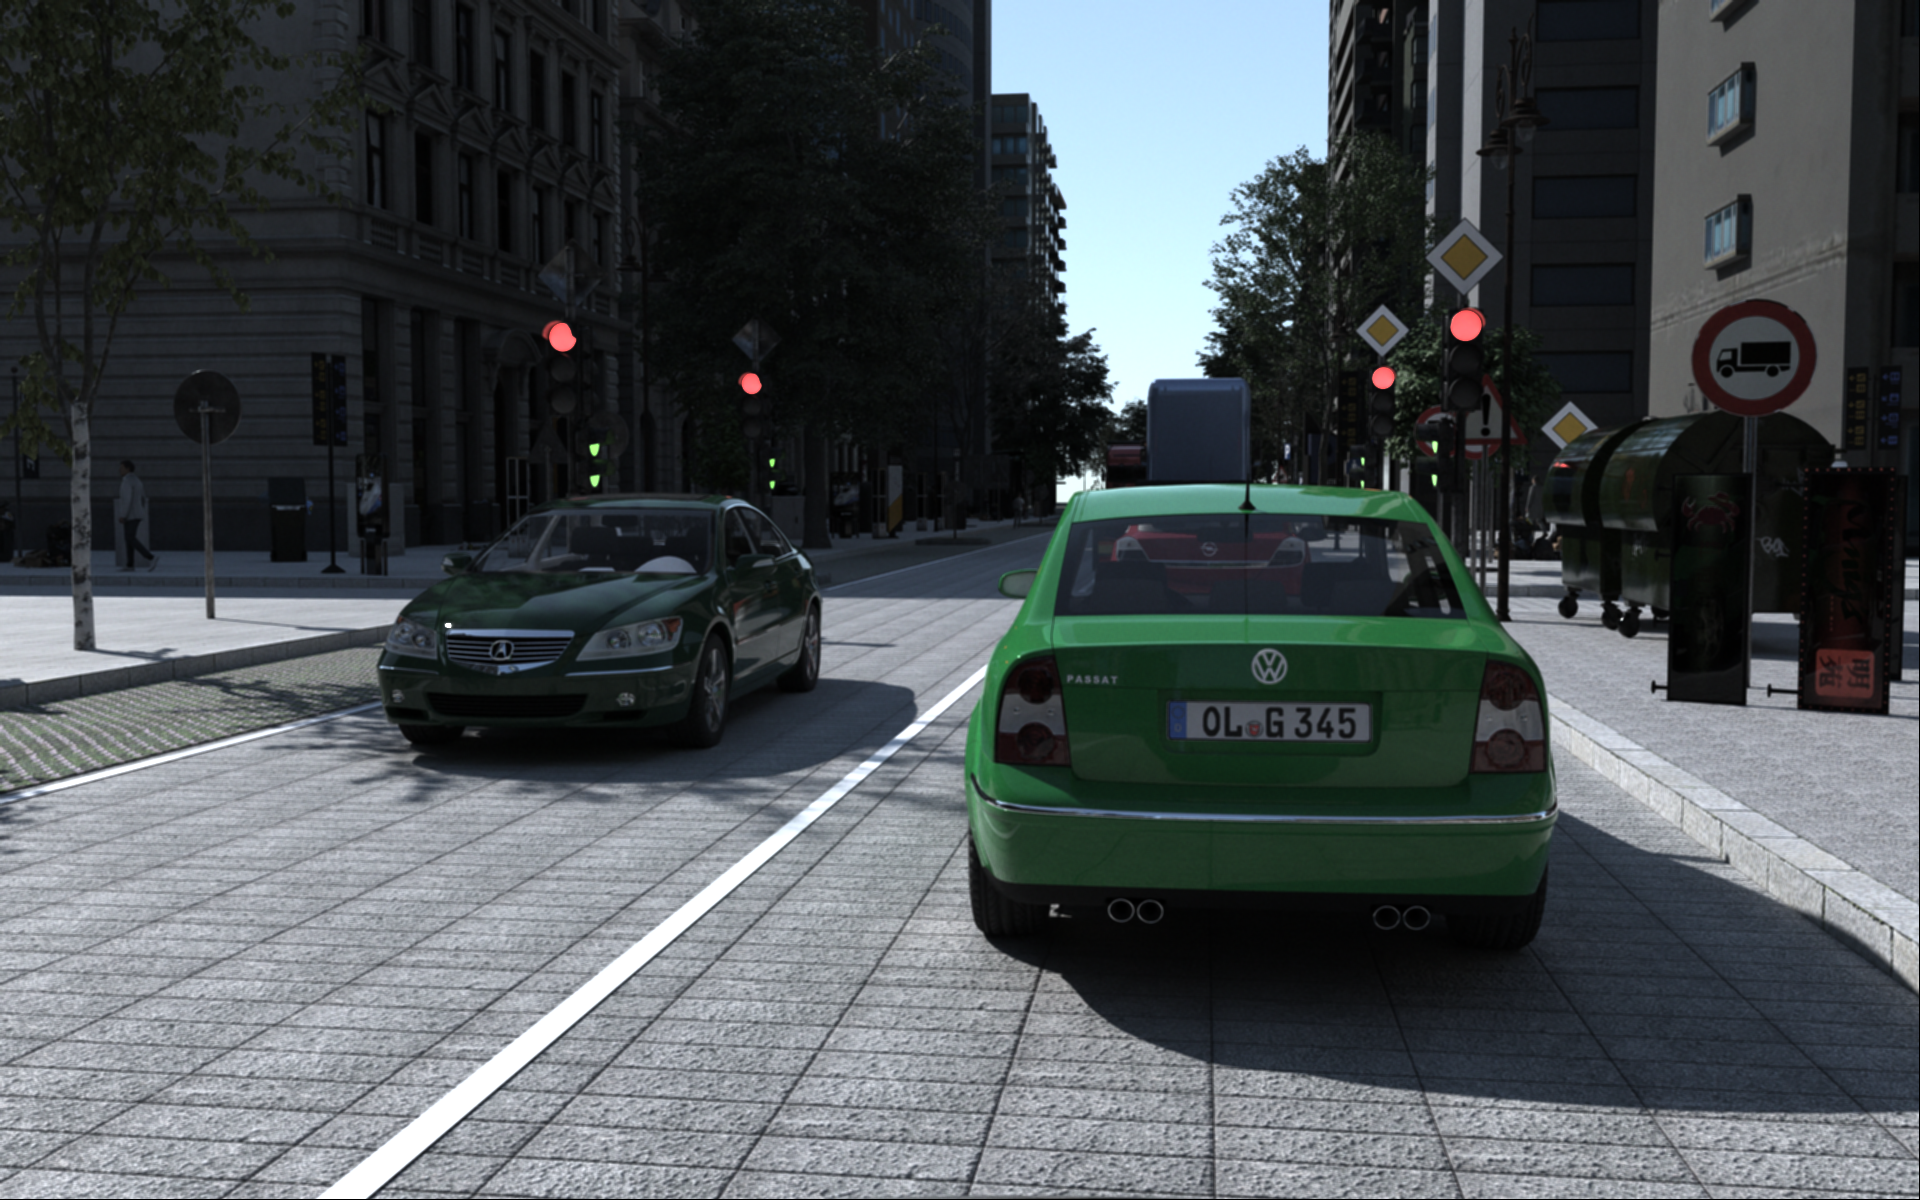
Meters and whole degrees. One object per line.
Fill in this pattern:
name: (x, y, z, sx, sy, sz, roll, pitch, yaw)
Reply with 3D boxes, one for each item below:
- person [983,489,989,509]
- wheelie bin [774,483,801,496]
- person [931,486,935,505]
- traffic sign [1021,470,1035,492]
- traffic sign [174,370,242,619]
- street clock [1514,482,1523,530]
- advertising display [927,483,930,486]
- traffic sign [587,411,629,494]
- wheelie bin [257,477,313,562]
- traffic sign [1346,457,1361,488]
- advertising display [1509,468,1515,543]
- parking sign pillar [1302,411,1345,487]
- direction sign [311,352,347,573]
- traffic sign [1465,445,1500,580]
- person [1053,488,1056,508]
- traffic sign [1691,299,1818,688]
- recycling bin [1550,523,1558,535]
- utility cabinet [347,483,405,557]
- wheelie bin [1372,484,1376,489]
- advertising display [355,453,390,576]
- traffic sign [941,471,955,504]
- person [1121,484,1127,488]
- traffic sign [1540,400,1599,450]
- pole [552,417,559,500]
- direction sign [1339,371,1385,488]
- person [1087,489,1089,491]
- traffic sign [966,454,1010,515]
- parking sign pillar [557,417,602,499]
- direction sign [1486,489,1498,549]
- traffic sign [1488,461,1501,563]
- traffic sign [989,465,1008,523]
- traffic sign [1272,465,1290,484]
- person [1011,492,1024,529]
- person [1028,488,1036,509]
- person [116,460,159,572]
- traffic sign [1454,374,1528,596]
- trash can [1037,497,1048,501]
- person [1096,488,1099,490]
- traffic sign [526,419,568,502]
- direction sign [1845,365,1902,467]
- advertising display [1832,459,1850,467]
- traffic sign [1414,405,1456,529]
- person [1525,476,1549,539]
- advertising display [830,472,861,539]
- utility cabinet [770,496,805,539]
person: (1.787, -6.331, 110.089, 0.617, 1.759, 0.750, 0, 4, 6)
wheelie bin: (-5.121, -2.666, 51.502, 0.693, 1.594, 0.980, 3, 4, 36)
person: (-1.767, -6.382, 110.484, 0.705, 1.812, 1.348, 1, 4, 23)
traffic sign: (3.545, -5.540, 90.684, 0.768, 2.556, 0.104, 1, 4, 10)
traffic sign: (-7.732, -1.082, 17.794, 0.768, 2.556, 0.104, 1, 4, 10)
street clock: (17.380, -3.022, 53.972, 0.358, 2.002, 0.471, 0, 4, 4)
advertising display: (-1.771, -5.610, 96.945, 0.123, 1.923, 0.974, 0, 4, -6)
traffic sign: (-5.421, -1.613, 26.479, 0.768, 2.556, 0.104, 1, 4, 17)
wheelie bin: (-12.781, -1.523, 32.815, 0.980, 1.594, 0.693, -2, 4, -25)
traffic sign: (13.667, -3.643, 59.674, 0.768, 2.556, 0.104, 1, 4, 10)
advertising display: (12.116, -2.021, 38.256, 0.123, 1.923, 0.974, 2, 4, 26)
parking sign pillar: (11.783, -4.140, 56.157, 1.447, 3.967, 1.447, -1, 4, -16)
direction sign: (-10.207, -2.208, 28.105, 0.379, 3.537, 0.876, 1, 4, 14)
traffic sign: (7.629, -1.564, 25.678, 0.768, 2.556, 0.104, 1, 4, 10)
person: (8.609, -9.328, 158.691, 0.705, 1.807, 1.348, 1, 4, 18)
traffic sign: (5.203, -0.692, 11.423, 0.768, 2.556, 0.104, 1, 4, 15)
recycling bin: (15.272, -1.892, 43.492, 0.722, 1.027, 0.722, 0, 4, 6)
utility cabinet: (-11.941, -1.637, 35.450, 0.318, 1.500, 1.173, 2, 4, 33)
wheelie bin: (12.488, -2.722, 52.414, 0.980, 1.594, 0.693, -2, 4, -25)
advertising display: (-9.300, -1.359, 27.442, 0.123, 1.923, 0.974, -3, 5, -42)
traffic sign: (-0.534, -4.546, 76.456, 0.606, 2.300, 0.079, 1, 4, 9)
person: (5.769, -3.224, 61.441, 0.641, 1.798, 0.478, 3, 5, 42)
traffic sign: (8.579, -1.506, 24.364, 0.795, 2.593, 0.064, 1, 4, 15)
pole: (-10.692, -3.183, 45.883, 0.158, 3.312, 0.155, 0, 3, 0)
direction sign: (7.405, -2.439, 31.880, 0.876, 3.537, 0.379, 2, 4, 30)
person: (14.588, -11.683, 197.051, 0.705, 1.826, 1.348, 3, 5, 43)
traffic sign: (1.412, -5.811, 88.884, 2.265, 3.308, 0.079, 1, 4, 9)
parking sign pillar: (-9.449, -3.337, 43.025, 1.447, 3.967, 1.447, 3, 5, 42)
direction sign: (12.564, -2.977, 40.671, 0.876, 3.537, 0.379, 1, 4, 14)
traffic sign: (9.847, -1.956, 32.092, 0.768, 2.556, 0.104, 1, 4, 12)
traffic sign: (1.723, -4.723, 77.220, 0.884, 2.594, 0.081, 1, 4, 16)
traffic sign: (14.586, -4.809, 78.639, 0.884, 2.594, 0.081, 1, 4, 15)
person: (2.322, -3.595, 69.871, 0.503, 1.515, 0.523, -1, 4, -23)
person: (6.536, -9.029, 153.607, 1.348, 1.831, 0.705, 1, 4, 18)
person: (-13.621, -1.392, 28.656, 0.795, 1.843, 0.661, 0, 4, -2)
traffic sign: (5.700, -1.151, 18.830, 0.884, 2.594, 0.081, 1, 4, 13)
trash can: (4.701, -5.367, 99.405, 0.748, 1.137, 0.748, 0, 3, 0)
person: (9.595, -6.803, 119.597, 0.599, 1.838, 0.709, 0, 4, -4)
traffic sign: (-7.169, -1.846, 30.181, 0.884, 2.594, 0.081, 1, 4, 14)
direction sign: (16.202, -2.373, 30.789, 0.876, 3.537, 0.379, 3, 5, 40)
advertising display: (15.808, -1.628, 31.827, 0.974, 1.923, 0.123, 0, 4, 3)
traffic sign: (6.893, -1.514, 24.866, 0.768, 2.556, 0.104, 1, 4, 8)
person: (16.549, -2.670, 49.803, 0.694, 1.812, 0.767, -2, 4, -29)
advertising display: (-3.323, -2.752, 50.201, 0.974, 1.923, 0.123, -3, 4, -36)
utility cabinet: (-4.841, -2.314, 49.003, 1.020, 1.237, 0.306, -1, 4, -18)
